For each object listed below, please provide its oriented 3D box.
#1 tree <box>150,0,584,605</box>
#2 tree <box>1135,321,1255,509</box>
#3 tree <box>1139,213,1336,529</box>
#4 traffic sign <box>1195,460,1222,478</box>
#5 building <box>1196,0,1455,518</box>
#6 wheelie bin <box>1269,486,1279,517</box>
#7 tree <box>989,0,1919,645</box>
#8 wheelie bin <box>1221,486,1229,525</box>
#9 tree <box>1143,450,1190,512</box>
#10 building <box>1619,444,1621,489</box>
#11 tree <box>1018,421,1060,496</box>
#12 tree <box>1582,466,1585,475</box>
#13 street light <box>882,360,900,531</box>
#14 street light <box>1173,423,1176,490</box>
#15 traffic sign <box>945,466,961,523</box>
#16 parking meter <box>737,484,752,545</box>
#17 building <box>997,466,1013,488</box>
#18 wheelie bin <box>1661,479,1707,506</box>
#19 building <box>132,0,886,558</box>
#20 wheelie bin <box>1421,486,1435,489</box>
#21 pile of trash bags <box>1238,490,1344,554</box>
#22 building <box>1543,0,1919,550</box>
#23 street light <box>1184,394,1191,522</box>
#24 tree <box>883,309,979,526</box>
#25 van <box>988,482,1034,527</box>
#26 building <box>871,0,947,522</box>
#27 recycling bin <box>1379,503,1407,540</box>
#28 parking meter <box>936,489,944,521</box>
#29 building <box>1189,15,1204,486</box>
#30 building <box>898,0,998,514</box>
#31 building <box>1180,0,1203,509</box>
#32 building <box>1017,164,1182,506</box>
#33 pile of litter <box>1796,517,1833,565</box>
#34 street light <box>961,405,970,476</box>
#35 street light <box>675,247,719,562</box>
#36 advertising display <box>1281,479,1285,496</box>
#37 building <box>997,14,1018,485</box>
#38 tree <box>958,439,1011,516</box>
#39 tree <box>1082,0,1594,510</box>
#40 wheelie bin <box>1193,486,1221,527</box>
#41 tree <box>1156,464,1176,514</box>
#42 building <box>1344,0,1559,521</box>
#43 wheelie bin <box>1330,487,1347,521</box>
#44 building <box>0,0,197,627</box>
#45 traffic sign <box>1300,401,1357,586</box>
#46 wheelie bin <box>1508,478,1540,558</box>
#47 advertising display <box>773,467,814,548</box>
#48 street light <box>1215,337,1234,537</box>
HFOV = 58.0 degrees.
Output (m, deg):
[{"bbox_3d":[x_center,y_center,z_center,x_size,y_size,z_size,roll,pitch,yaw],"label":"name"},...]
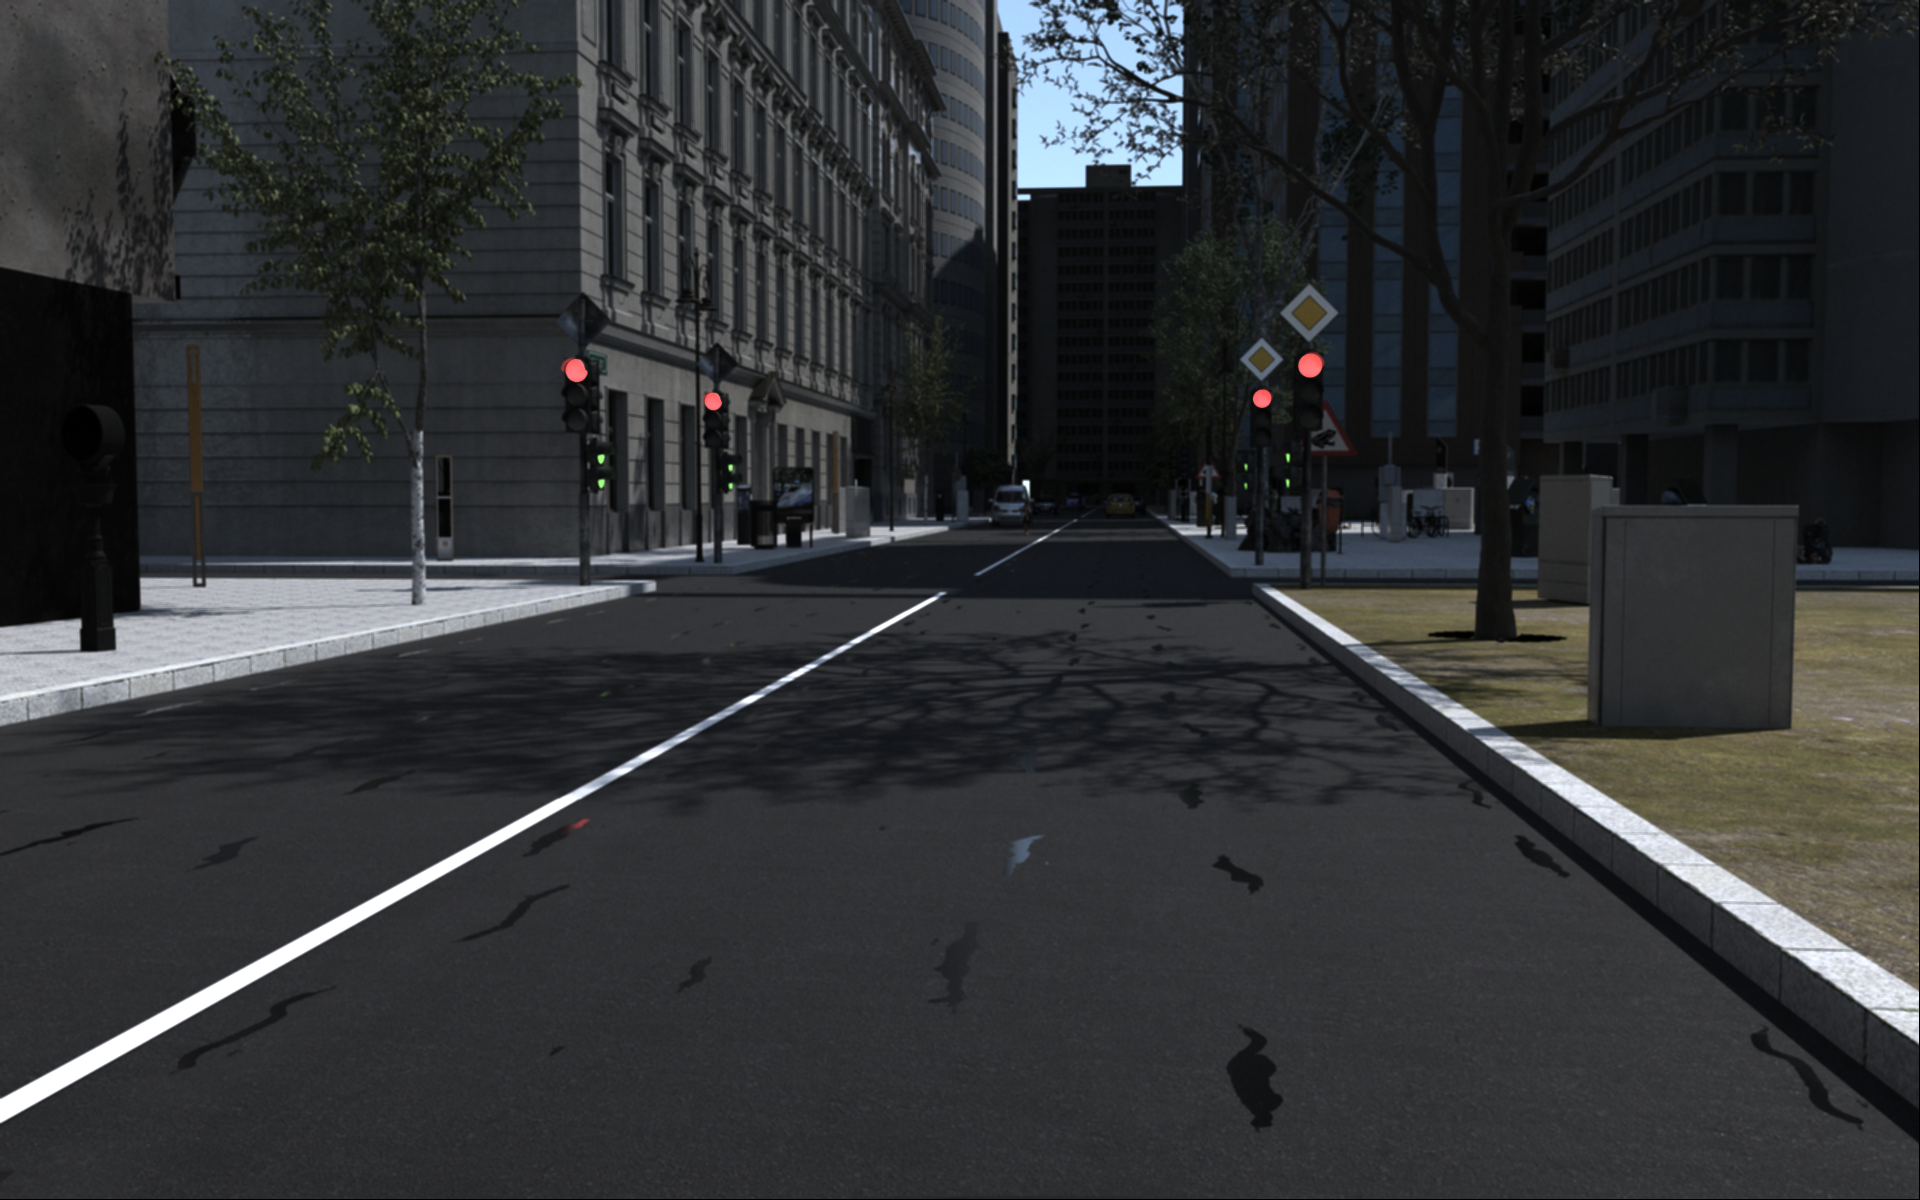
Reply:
[{"bbox_3d":[-6.524,-4.251,19.866,4.737,8.622,4.395,0,3,0],"label":"tree"},{"bbox_3d":[10.533,-7.555,73.884,4.737,8.622,4.395,0,3,0],"label":"tree"},{"bbox_3d":[10.200,-8.464,64.134,9.928,11.665,9.643,0,3,0],"label":"tree"},{"bbox_3d":[8.380,-3.573,58.421,0.884,2.594,0.081,1,4,13],"label":"traffic sign"},{"bbox_3d":[22.871,-28.241,111.855,14.600,45.320,14.200,0,4,5],"label":"building"},{"bbox_3d":[12.036,-3.649,67.569,0.693,1.594,0.980,2,4,27],"label":"wheelie bin"},{"bbox_3d":[4.586,-6.395,14.929,12.009,13.543,11.850,0,3,0],"label":"tree"},{"bbox_3d":[10.814,-3.846,70.793,0.980,1.594,0.693,-3,4,-38],"label":"wheelie bin"},{"bbox_3d":[14.973,-8.694,125.867,4.285,4.588,4.351,0,3,0],"label":"tree"},{"bbox_3d":[61.659,-44.422,164.556,20.611,71.187,20.563,0,4,5],"label":"building"},{"bbox_3d":[8.043,-13.727,174.804,4.360,8.622,3.978,0,3,0],"label":"tree"},{"bbox_3d":[36.241,-6.602,102.549,1.663,3.219,1.824,0,3,0],"label":"tree"},{"bbox_3d":[-2.371,-5.330,59.928,0.468,5.910,1.993,0,4,5],"label":"street light"},{"bbox_3d":[12.985,-8.091,105.077,0.468,5.910,1.993,0,4,5],"label":"street light"},{"bbox_3d":[-0.317,-4.769,78.071,0.768,2.556,0.104,1,4,14],"label":"traffic sign"},{"bbox_3d":[-5.461,-2.169,43.880,0.372,1.533,0.369,0,3,0],"label":"parking meter"},{"bbox_3d":[-6.021,-43.244,145.289,20.563,71.187,20.611,0,4,5],"label":"building"},{"bbox_3d":[15.099,-1.731,36.214,0.980,1.594,0.693,-2,4,-28],"label":"wheelie bin"},{"bbox_3d":[-13.407,-17.104,56.058,17.030,29.872,44.131,0,4,5],"label":"building"},{"bbox_3d":[18.366,-3.686,68.178,0.980,1.594,0.693,-2,4,-28],"label":"wheelie bin"},{"bbox_3d":[7.572,-1.750,38.371,1.912,1.369,3.447,-1,4,-14],"label":"pile of trash bags"},{"bbox_3d":[30.165,-21.668,46.146,23.993,40.220,32.217,0,4,5],"label":"building"},{"bbox_3d":[10.291,-6.438,78.043,0.468,5.910,1.993,0,4,5],"label":"street light"},{"bbox_3d":[-1.347,-7.296,69.652,4.737,8.622,4.395,0,3,0],"label":"tree"},{"bbox_3d":[2.290,-4.289,77.137,2.013,2.044,4.112,0,4,4],"label":"van"},{"bbox_3d":[-8.674,-18.483,89.582,14.401,28.519,23.554,0,4,5],"label":"building"},{"bbox_3d":[12.220,-2.225,48.932,0.722,1.027,0.722,1,4,10],"label":"recycling bin"},{"bbox_3d":[-0.949,-4.503,82.031,0.372,1.533,0.369,0,3,0],"label":"parking meter"},{"bbox_3d":[29.856,-31.435,133.563,23.786,49.044,30.456,0,4,5],"label":"building"},{"bbox_3d":[-8.859,-35.424,121.173,21.231,58.520,28.212,0,4,5],"label":"building"},{"bbox_3d":[31.417,-37.953,162.536,21.231,58.520,28.212,0,4,5],"label":"building"},{"bbox_3d":[17.591,-31.508,207.037,23.993,40.220,32.217,0,4,5],"label":"building"},{"bbox_3d":[15.601,-1.112,32.145,1.719,0.858,1.176,-3,5,-43],"label":"pile of litter"},{"bbox_3d":[0.223,-6.998,87.208,0.468,5.910,1.993,0,4,5],"label":"street light"},{"bbox_3d":[-4.926,-3.657,32.584,0.468,5.910,1.993,0,4,5],"label":"street light"},{"bbox_3d":[13.414,-4.082,71.952,0.123,1.923,0.974,1,4,9],"label":"advertising display"},{"bbox_3d":[-5.468,-33.459,170.751,21.600,48.544,21.300,0,4,5],"label":"building"},{"bbox_3d":[1.414,-7.357,104.002,4.285,4.588,4.351,0,3,0],"label":"tree"},{"bbox_3d":[8.419,-11.291,40.491,12.611,20.169,13.585,0,3,0],"label":"tree"},{"bbox_3d":[9.611,-3.662,67.779,0.980,1.594,0.693,1,4,12],"label":"wheelie bin"},{"bbox_3d":[13.337,-7.024,109.444,1.663,3.219,1.824,0,3,0],"label":"tree"},{"bbox_3d":[23.033,-26.786,88.060,14.600,45.320,14.200,0,4,5],"label":"building"},{"bbox_3d":[17.741,-4.499,81.459,0.980,1.594,0.693,-1,4,-21],"label":"wheelie bin"},{"bbox_3d":[-17.796,-8.969,14.097,16.811,18.784,16.820,0,4,5],"label":"building"},{"bbox_3d":[5.080,-1.478,24.169,0.884,2.594,0.081,0,4,8],"label":"traffic sign"},{"bbox_3d":[11.470,-1.675,35.294,0.693,1.594,0.980,-1,4,-22],"label":"wheelie bin"},{"bbox_3d":[-3.983,-2.215,41.426,0.974,1.923,0.123,-1,4,-14],"label":"advertising display"},{"bbox_3d":[7.789,-4.787,51.057,0.468,5.910,1.993,0,4,5],"label":"street light"}]
